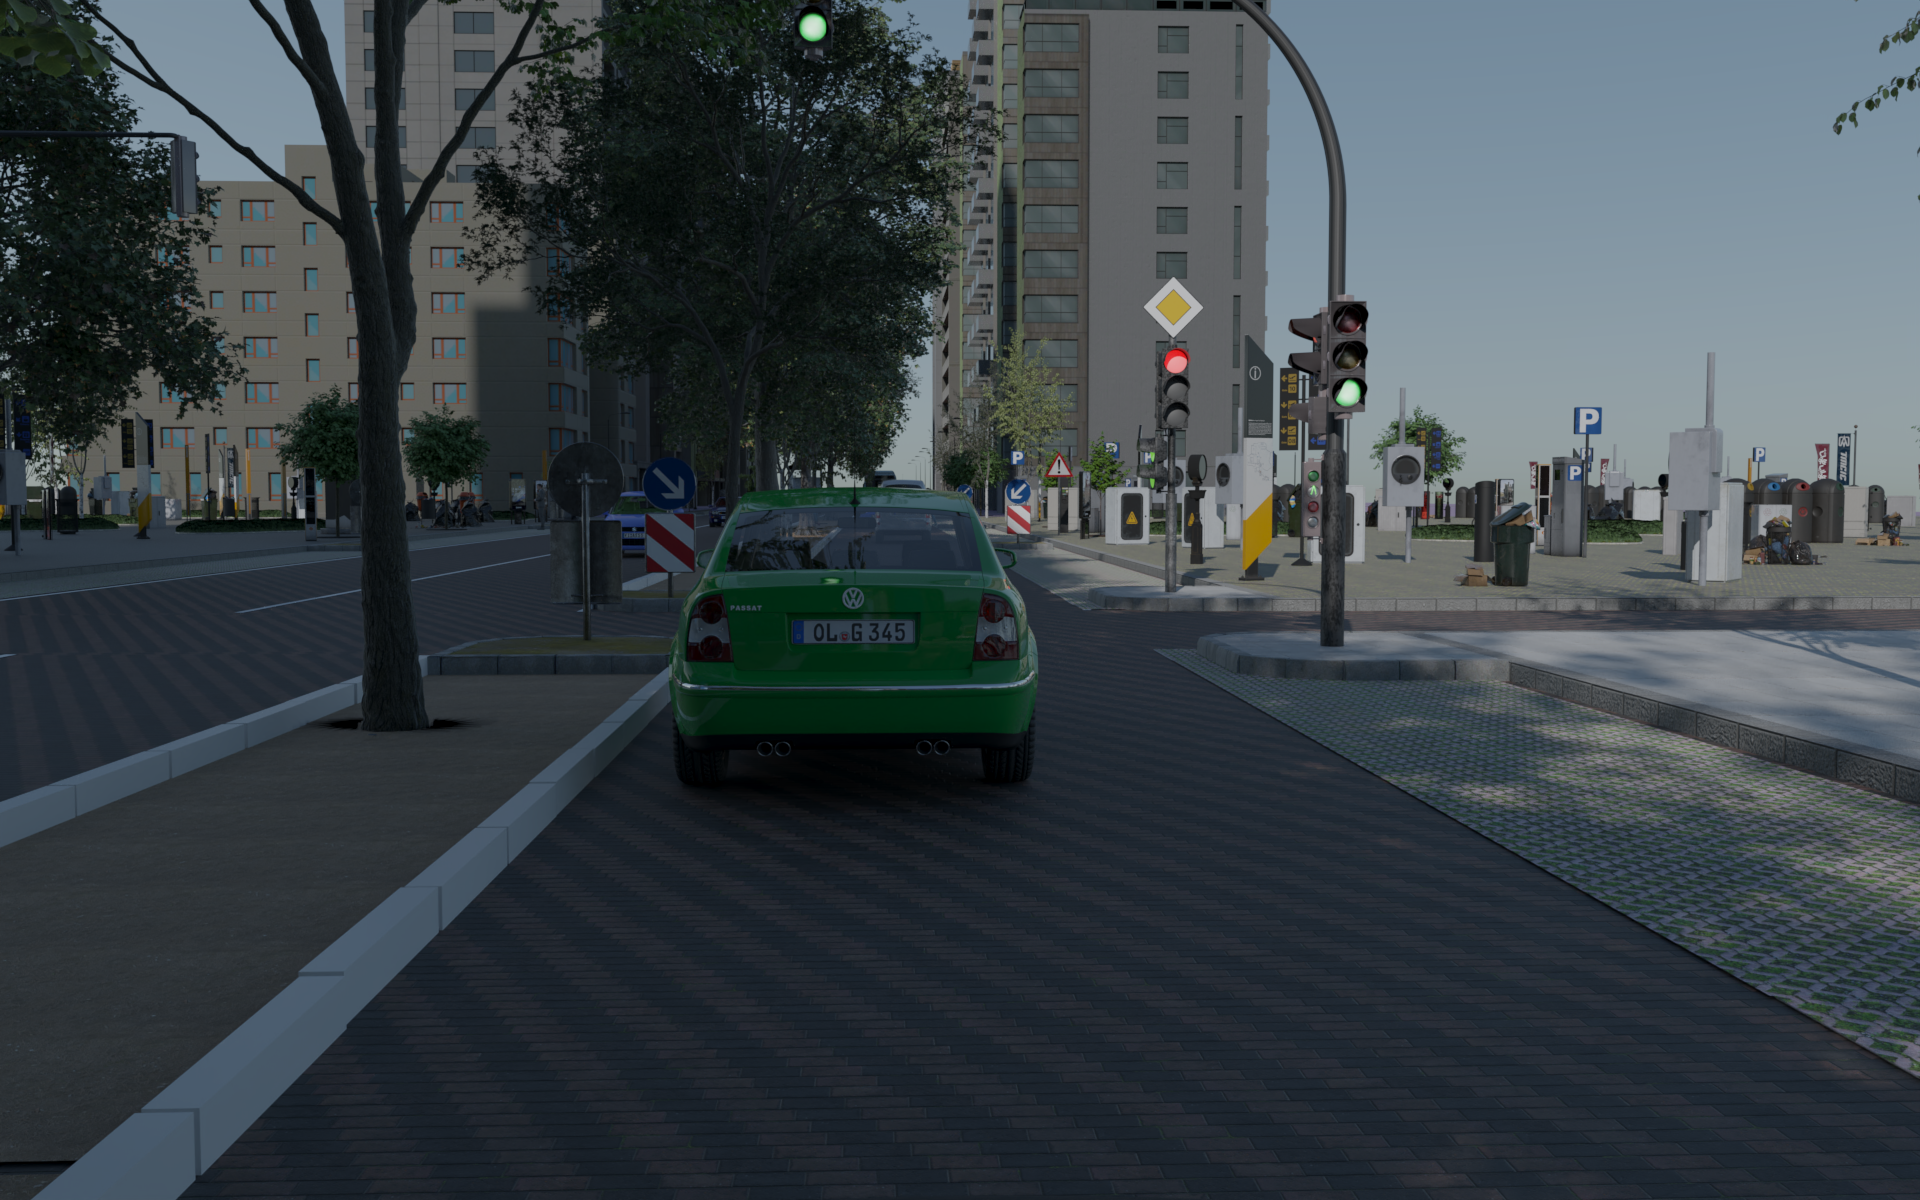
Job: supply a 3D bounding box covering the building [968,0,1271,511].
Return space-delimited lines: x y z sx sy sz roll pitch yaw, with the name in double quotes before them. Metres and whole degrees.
"building" 12.124 -31.946 141.924 23.786 49.044 30.456 0 4 -3

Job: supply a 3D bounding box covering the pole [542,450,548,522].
"pole" -19.346 -5.316 80.755 0.158 3.312 0.155 0 3 0

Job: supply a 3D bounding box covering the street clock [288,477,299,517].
"street clock" -27.882 -4.153 72.473 0.471 2.002 0.358 3 4 39

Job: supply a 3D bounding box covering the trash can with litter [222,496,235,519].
"trash can with litter" -31.132 -3.791 73.040 2.233 1.210 1.678 0 4 8

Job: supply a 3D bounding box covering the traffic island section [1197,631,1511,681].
"traffic island section" 3.159 0.466 14.664 2.009 0.180 2.903 0 4 -3

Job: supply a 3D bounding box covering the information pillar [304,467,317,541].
"information pillar" -17.707 -2.613 47.212 0.304 2.012 0.304 -1 4 -21

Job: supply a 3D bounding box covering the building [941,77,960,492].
"building" 8.971 -34.892 194.183 21.300 48.544 21.600 0 4 -3

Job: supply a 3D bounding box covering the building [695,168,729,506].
"building" -37.346 -33.104 195.867 22.147 44.769 28.867 0 4 -3

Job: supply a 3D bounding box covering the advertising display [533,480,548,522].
"advertising display" -19.031 -4.490 78.619 0.123 1.923 0.974 1 4 20

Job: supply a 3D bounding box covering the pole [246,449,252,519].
"pole" -32.087 -5.155 78.125 0.158 3.312 0.155 0 3 0

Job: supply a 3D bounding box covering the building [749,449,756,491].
"building" -35.687 -29.136 248.073 14.160 30.474 14.107 0 4 -3

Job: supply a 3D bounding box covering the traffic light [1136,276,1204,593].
"traffic light" 2.735 -2.055 22.524 0.839 4.253 0.868 0 4 -3

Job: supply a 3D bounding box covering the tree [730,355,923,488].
"tree" -6.939 -10.348 82.010 12.009 13.543 11.850 0 3 0

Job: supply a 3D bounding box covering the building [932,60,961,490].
"building" 6.604 -42.861 242.770 21.231 58.520 28.212 0 4 -3

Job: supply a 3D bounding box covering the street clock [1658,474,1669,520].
"street clock" 25.043 -3.487 61.579 0.358 2.002 0.471 -1 4 -15

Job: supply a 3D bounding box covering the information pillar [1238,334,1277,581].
"information pillar" 4.398 -2.096 25.622 0.504 3.616 0.183 -2 4 -27

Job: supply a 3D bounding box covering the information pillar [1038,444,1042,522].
"information pillar" 3.715 -5.485 81.031 0.183 3.616 0.504 0 4 -4

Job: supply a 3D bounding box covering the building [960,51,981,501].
"building" 6.919 -29.393 164.168 14.154 41.232 14.086 0 4 -3

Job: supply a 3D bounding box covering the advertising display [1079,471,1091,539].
"advertising display" 3.554 -2.696 49.292 0.123 1.923 0.974 1 4 18

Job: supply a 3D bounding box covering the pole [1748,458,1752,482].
"pole" 44.741 -6.381 98.166 0.158 3.312 0.155 0 3 0

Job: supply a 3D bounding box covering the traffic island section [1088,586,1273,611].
"traffic island section" 2.776 -0.022 22.640 2.009 0.180 2.903 0 4 -3

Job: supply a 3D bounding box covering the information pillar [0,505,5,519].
"information pillar" -38.396 -4.770 69.348 0.183 3.616 0.504 -3 5 -44

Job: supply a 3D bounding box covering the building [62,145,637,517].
"building" -36.644 -16.235 110.479 27.650 21.520 28.899 0 4 -3

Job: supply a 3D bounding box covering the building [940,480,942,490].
"building" 13.773 -32.153 217.588 32.217 40.220 23.993 0 4 -3

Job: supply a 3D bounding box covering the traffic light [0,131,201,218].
"traffic light" -12.071 -2.885 21.834 4.771 5.953 1.251 0 4 -3

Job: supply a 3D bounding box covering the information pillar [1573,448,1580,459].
"information pillar" 31.349 -5.923 88.195 0.504 3.616 0.183 -2 4 -34

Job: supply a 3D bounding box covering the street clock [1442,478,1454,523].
"street clock" 21.905 -4.476 77.745 0.358 2.002 0.471 -3 4 -37

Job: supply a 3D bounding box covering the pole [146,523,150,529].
"pole" -30.085 -4.288 63.959 0.158 3.312 0.155 0 3 0

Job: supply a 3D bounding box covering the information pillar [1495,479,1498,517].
"information pillar" 26.046 -4.849 83.767 0.304 2.012 0.304 0 4 -1

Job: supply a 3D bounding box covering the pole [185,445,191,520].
"pole" -31.991 -4.765 71.749 0.158 3.312 0.155 0 3 0

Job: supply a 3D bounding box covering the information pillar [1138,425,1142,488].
"information pillar" 6.045 -4.091 58.247 0.183 3.616 0.504 1 4 11

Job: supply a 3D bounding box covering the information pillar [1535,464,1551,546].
"information pillar" 14.334 -2.332 42.622 0.304 2.012 0.304 0 4 3

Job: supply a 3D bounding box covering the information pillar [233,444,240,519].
"information pillar" -34.170 -5.531 81.781 0.183 3.616 0.504 0 4 -5

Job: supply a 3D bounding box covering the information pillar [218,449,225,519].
"information pillar" -38.316 -6.026 89.878 0.183 3.616 0.504 -3 5 -44

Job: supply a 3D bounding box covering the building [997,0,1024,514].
"building" 9.447 -26.643 119.202 14.154 41.232 14.086 0 4 -3

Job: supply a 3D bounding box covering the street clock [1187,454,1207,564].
"street clock" 4.338 -1.658 31.684 0.358 2.002 0.471 2 4 26

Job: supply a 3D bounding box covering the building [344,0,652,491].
"building" -34.198 -42.562 134.139 20.563 71.187 20.611 0 4 -3

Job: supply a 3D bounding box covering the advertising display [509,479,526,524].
"advertising display" -18.745 -4.171 73.414 0.123 1.923 0.974 2 4 24

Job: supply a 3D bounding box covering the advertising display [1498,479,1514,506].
"advertising display" 23.078 -4.160 73.229 0.974 1.923 0.123 -3 4 -37

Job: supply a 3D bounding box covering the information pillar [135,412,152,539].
"information pillar" -23.269 -3.548 49.364 0.504 3.616 0.183 2 4 26

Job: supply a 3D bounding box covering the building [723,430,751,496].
"building" -42.200 -23.295 225.910 27.650 21.520 28.899 0 4 -3

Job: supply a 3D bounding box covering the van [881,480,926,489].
"van" -1.703 -2.726 51.575 2.013 2.044 4.112 0 4 -2

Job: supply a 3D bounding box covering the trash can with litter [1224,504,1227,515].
"trash can with litter" 9.113 -2.735 56.108 1.055 1.170 0.624 0 4 1

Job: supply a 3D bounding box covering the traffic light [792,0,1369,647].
"traffic light" 1.033 -2.424 14.307 4.771 5.953 1.251 0 4 -3

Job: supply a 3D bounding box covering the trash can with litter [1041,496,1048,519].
"trash can with litter" 4.600 -4.830 90.364 0.624 1.170 1.055 1 4 18

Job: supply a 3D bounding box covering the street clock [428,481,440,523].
"street clock" -23.046 -4.365 75.936 0.471 2.002 0.358 0 4 5

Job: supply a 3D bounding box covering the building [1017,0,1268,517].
"building" 10.294 -20.394 105.141 14.160 30.474 14.107 0 4 -3

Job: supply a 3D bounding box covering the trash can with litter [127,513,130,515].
"trash can with litter" -41.209 -4.600 86.591 0.624 1.170 1.055 3 5 44

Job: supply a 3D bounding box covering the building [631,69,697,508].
"building" -31.241 -28.740 153.495 14.154 41.232 14.086 0 4 -3

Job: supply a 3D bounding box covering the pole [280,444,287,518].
"pole" -27.621 -4.702 70.725 0.158 3.312 0.155 0 3 0

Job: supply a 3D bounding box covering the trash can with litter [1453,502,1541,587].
"trash can with litter" 7.467 -0.777 24.088 1.055 1.170 0.624 0 4 -5

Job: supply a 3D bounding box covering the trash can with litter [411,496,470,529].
"trash can with litter" -19.605 -3.314 65.244 2.233 1.210 1.678 -1 4 -23
